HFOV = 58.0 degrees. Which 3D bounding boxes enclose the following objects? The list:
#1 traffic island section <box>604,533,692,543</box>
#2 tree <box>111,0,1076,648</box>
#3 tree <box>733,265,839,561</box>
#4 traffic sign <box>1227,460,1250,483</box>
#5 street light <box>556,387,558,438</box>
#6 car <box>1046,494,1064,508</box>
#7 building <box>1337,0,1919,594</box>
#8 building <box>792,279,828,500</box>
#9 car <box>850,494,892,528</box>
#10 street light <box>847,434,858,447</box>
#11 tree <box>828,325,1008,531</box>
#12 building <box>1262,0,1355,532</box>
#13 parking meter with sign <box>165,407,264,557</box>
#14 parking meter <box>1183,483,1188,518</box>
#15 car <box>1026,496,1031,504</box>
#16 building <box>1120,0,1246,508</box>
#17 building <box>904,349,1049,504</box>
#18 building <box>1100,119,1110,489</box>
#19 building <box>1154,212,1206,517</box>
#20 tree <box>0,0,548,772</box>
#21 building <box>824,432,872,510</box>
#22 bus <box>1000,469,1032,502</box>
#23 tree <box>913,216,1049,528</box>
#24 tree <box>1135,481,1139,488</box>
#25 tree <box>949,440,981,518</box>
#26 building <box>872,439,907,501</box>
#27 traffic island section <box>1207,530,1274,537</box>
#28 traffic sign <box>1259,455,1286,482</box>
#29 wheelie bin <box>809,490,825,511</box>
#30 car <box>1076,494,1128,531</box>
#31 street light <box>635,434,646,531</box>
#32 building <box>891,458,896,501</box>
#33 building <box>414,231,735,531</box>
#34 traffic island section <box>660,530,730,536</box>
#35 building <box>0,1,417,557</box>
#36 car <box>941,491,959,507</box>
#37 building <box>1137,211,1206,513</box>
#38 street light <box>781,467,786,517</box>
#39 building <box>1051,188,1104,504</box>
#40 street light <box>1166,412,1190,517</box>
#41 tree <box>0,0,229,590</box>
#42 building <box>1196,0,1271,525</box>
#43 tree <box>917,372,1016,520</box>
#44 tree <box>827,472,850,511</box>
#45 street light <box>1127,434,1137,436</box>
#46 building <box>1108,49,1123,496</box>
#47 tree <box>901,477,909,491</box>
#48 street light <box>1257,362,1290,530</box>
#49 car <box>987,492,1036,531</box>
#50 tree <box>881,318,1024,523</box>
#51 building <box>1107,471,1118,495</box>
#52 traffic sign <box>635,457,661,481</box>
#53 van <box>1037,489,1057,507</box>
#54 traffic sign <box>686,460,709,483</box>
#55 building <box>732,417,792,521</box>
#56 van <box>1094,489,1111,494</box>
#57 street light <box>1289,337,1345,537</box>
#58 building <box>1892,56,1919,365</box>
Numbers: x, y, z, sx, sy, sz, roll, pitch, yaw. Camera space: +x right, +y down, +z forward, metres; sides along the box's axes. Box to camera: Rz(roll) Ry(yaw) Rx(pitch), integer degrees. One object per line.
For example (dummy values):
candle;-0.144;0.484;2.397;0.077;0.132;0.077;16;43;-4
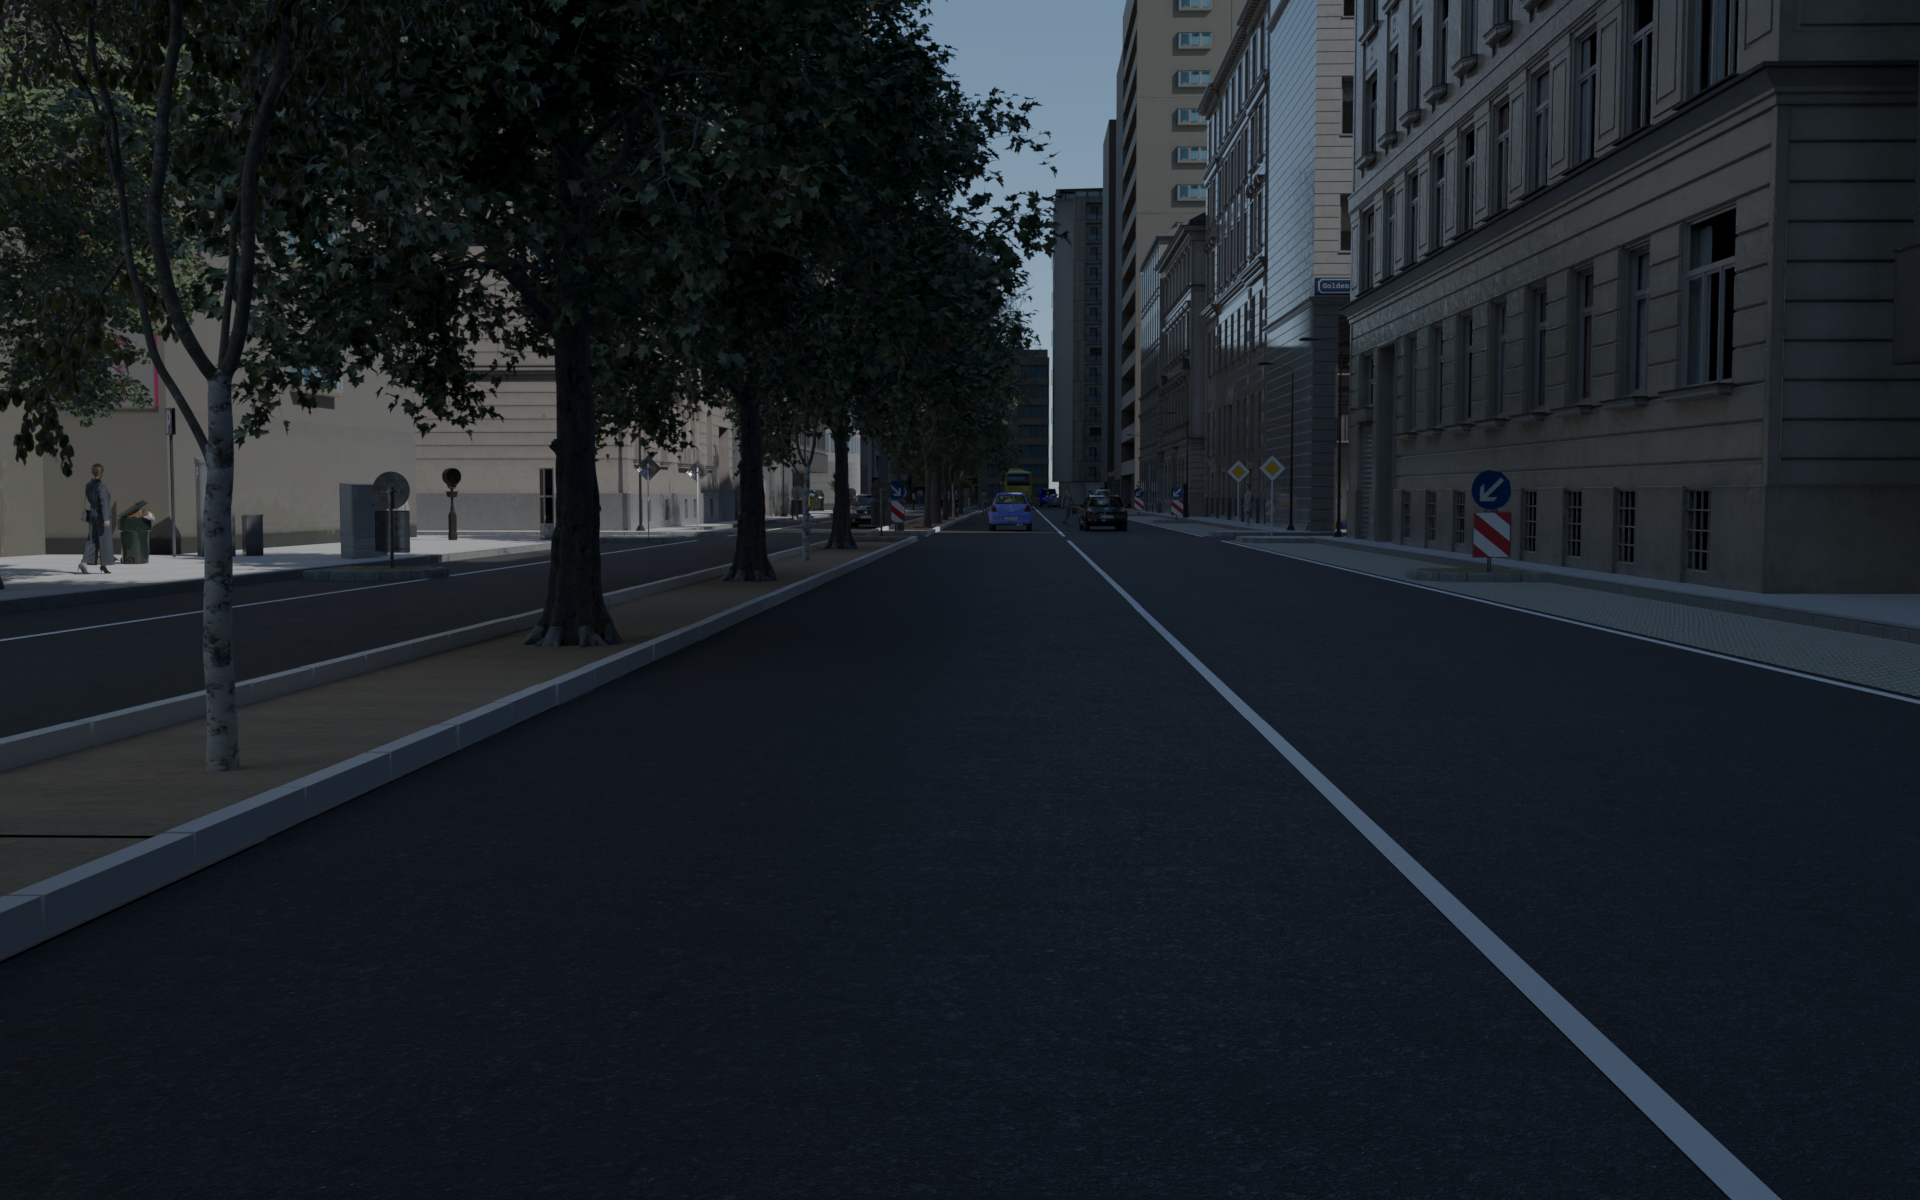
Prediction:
traffic island section;-9.415;-1.829;52.177;2.009;0.180;2.903;0;4;2
tree;-3.665;-5.924;16.316;9.611;12.733;9.660;0;3;0
tree;-3.296;-5.146;36.950;4.360;8.622;3.978;0;3;0
traffic sign;9.567;-3.501;59.426;0.795;2.593;0.064;0;4;2
street light;-10.955;-4.706;49.481;1.470;5.913;1.316;0;4;2
car;10.143;-10.503;183.718;2.014;1.417;4.499;0;4;1
building;18.063;-12.369;35.518;16.112;22.955;30.059;0;4;2
building;-17.178;-19.705;115.683;14.314;27.812;24.014;0;4;2
car;-3.849;-3.929;74.020;2.009;1.686;4.222;0;4;2
street light;-8.076;-9.815;133.017;1.470;5.913;1.316;0;4;2
tree;-2.089;-7.659;62.091;8.767;10.594;7.601;0;4;2
building;26.831;-17.456;62.898;29.804;29.767;11.434;0;4;2
parking meter with sign;-15.286;-2.404;35.569;1.738;3.016;0.543;-2;4;-35
parking meter;12.180;-5.373;93.565;0.255;1.863;0.399;0;4;2
car;5.485;-8.913;158.299;1.945;1.354;3.894;0;4;1
building;25.237;-32.167;149.637;21.300;48.544;21.600;0;4;2
building;-2.702;-23.713;232.747;28.899;21.520;27.650;0;4;2
building;23.887;-33.794;202.646;14.600;45.320;14.200;0;4;2
building;17.895;-14.783;106.334;10.561;19.102;19.286;0;4;2
tree;-3.820;-3.432;8.933;4.360;8.622;3.978;0;3;0
building;-19.315;-37.108;148.707;21.231;58.520;28.212;0;4;2
bus;5.538;-10.882;169.463;2.896;3.916;12.252;0;3;0
tree;-1.349;-9.784;72.800;12.009;13.543;11.850;0;3;0
tree;14.857;-8.835;139.045;1.663;3.219;1.824;0;3;0
tree;-0.357;-9.137;102.216;4.737;8.622;4.395;0;3;0
building;-13.404;-31.845;204.255;14.086;41.232;14.154;0;4;2
traffic island section;9.590;-2.277;59.508;2.009;0.180;2.903;0;4;2
traffic sign;9.291;-3.013;51.445;0.795;2.593;0.064;0;4;2
wheelie bin;-10.707;-7.523;130.914;0.980;1.594;0.693;-3;5;-42
car;5.643;-3.592;68.521;2.009;1.686;4.222;0;4;0
street light;-10.550;-5.347;59.962;1.470;5.913;1.316;0;4;2
building;-14.198;-32.690;184.599;14.600;45.320;14.200;0;4;2
building;-17.341;-17.348;71.025;14.401;28.519;23.554;0;4;2
traffic island section;-9.140;-2.317;60.157;2.009;0.180;2.903;0;4;2
building;-27.013;-25.448;39.773;21.600;48.544;21.300;0;4;2
car;-1.055;-10.995;188.448;2.281;1.827;5.304;0;4;3
building;18.248;-16.873;125.016;9.793;20.994;18.267;0;4;2
street light;-9.333;-7.597;96.755;1.470;5.913;1.316;0;4;2
building;18.999;-33.084;224.518;14.086;41.232;14.154;0;4;2
street light;12.308;-7.665;97.858;1.470;5.913;1.316;0;4;2
tree;-13.176;-7.095;22.663;9.857;13.997;8.962;0;3;0
building;18.836;-17.530;83.883;12.463;27.353;25.104;0;4;2
tree;-0.697;-10.132;93.873;9.928;11.665;9.643;0;3;0
tree;-9.070;-8.285;130.067;1.663;3.219;1.824;0;3;0
street light;13.541;-9.871;133.923;1.470;5.913;1.316;0;4;2
building;22.376;-31.671;167.932;14.600;45.320;14.200;0;4;2
tree;-6.553;-12.246;194.819;1.663;3.219;1.824;0;3;0
street light;11.134;-5.407;60.951;1.470;5.913;1.316;0;4;2
car;2.005;-3.579;68.111;1.945;1.707;3.694;0;4;2
tree;-1.220;-10.684;83.801;9.857;13.997;8.962;0;3;0
building;26.658;-45.635;184.378;20.563;71.187;20.611;0;4;2
traffic sign;-9.392;-3.053;52.109;0.795;2.593;0.064;0;4;2
van;9.748;-11.498;192.368;2.240;2.365;5.245;0;4;1
traffic sign;-9.116;-3.541;60.090;0.795;2.593;0.064;0;4;2
building;-16.330;-16.807;92.819;12.078;24.808;19.932;0;4;2
van;12.654;-9.015;154.399;2.013;2.044;4.112;0;4;2
street light;10.719;-4.820;51.352;1.470;5.913;1.316;0;4;2
building;17.603;-13.142;8.383;14.314;27.812;24.014;0;4;2
